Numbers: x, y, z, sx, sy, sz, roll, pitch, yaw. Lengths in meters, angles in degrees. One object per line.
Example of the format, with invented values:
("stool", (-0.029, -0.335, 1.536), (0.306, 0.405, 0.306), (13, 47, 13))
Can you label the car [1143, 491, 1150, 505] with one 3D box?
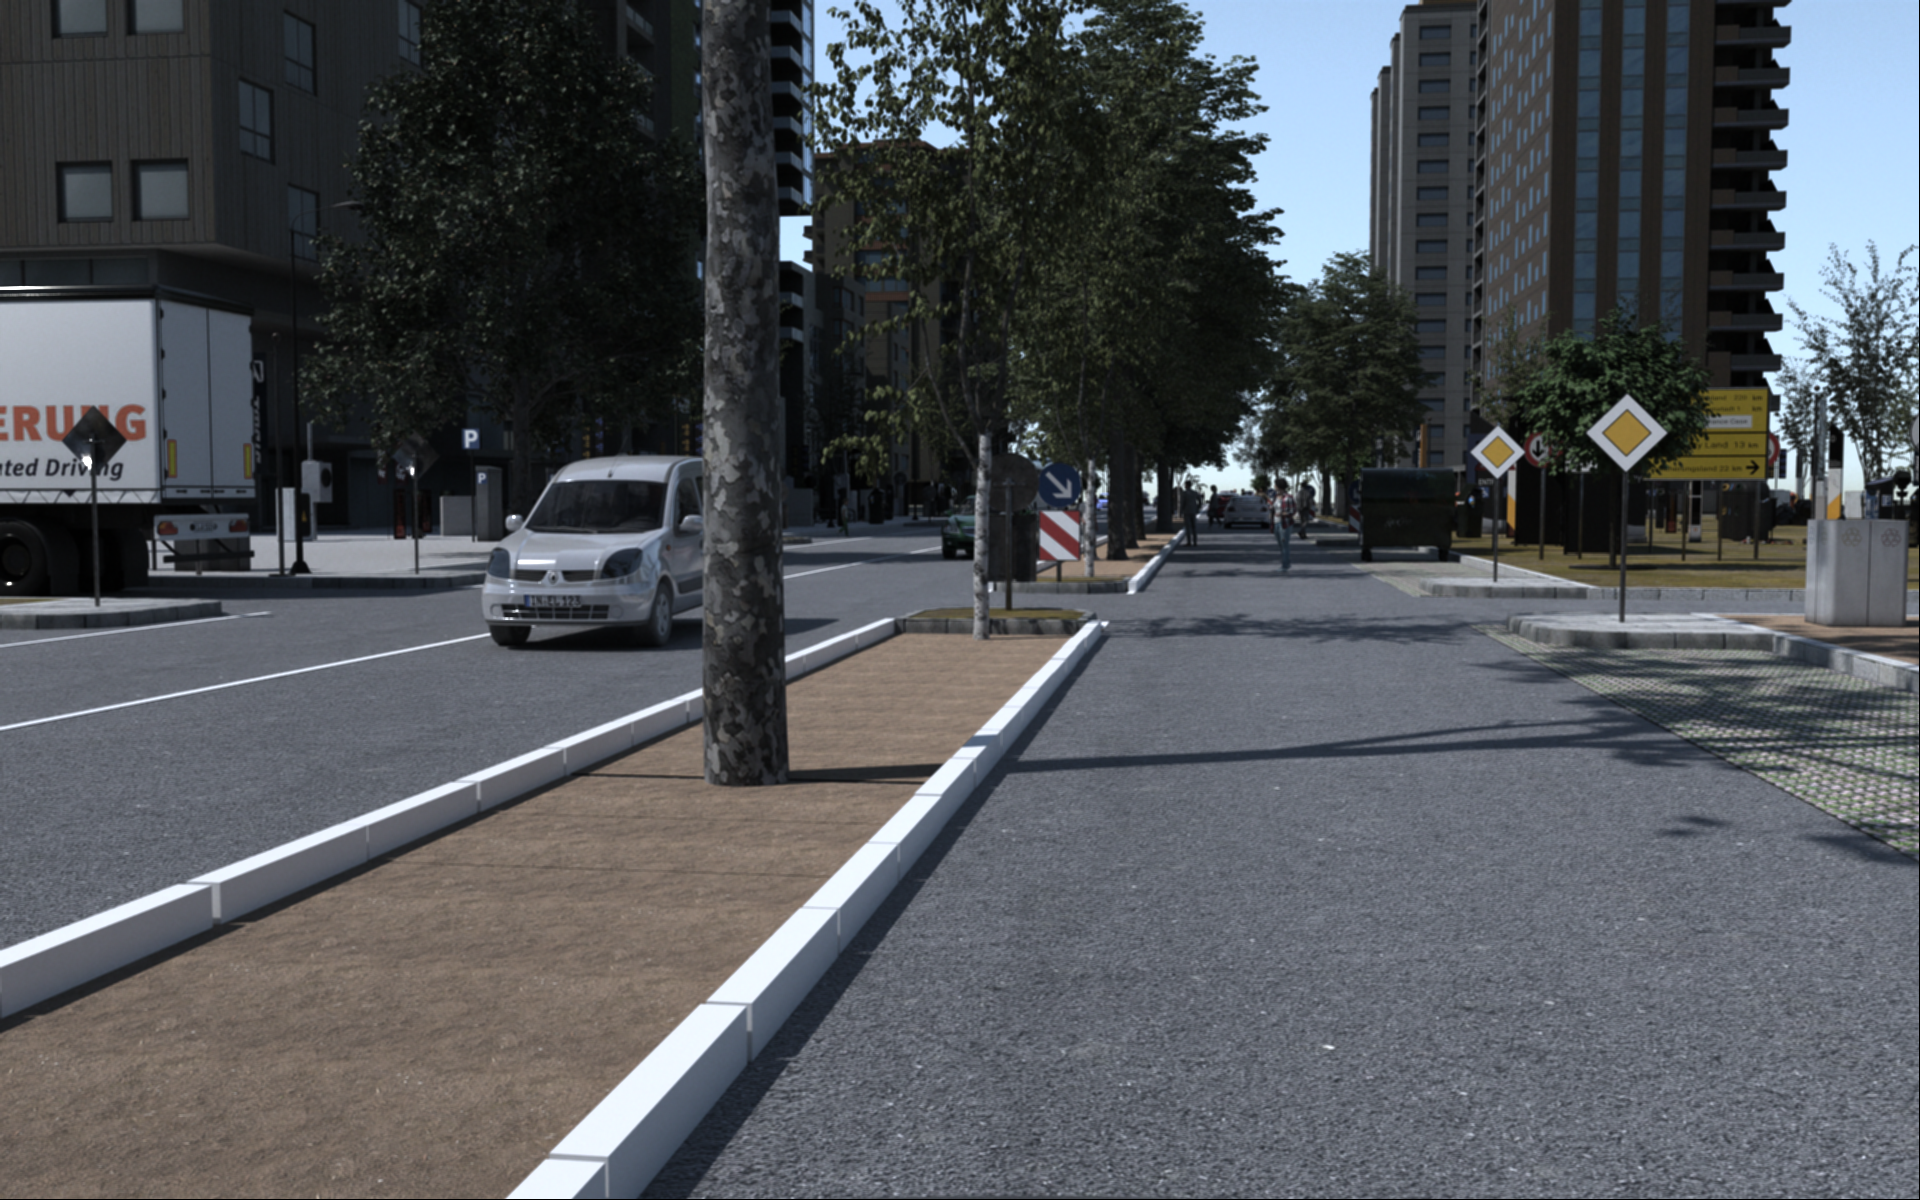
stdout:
("car", (22.970, -12.931, 220.090), (2.281, 1.827, 5.304), (1, 4, 10))

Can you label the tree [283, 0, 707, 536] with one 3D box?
("tree", (-9.249, -7.317, 36.643), (9.611, 12.733, 9.660), (0, 3, 0))

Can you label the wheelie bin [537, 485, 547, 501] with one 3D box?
("wheelie bin", (-13.835, -3.081, 58.290), (0.693, 1.594, 0.980), (-2, 4, -35))

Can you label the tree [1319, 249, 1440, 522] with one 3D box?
("tree", (18.565, -9.945, 80.728), (7.486, 12.596, 7.792), (0, 3, 0))

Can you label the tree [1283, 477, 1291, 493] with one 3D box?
("tree", (35.711, -11.998, 190.773), (1.663, 3.219, 1.824), (0, 3, 0))

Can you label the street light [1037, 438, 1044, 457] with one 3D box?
("street light", (6.867, -10.348, 141.733), (1.470, 5.913, 1.316), (1, 4, 8))

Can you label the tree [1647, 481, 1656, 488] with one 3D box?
("tree", (31.753, -8.041, 81.828), (4.737, 8.622, 4.395), (0, 3, 0))

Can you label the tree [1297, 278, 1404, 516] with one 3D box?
("tree", (21.609, -11.923, 101.595), (9.857, 13.997, 8.962), (0, 3, 0))

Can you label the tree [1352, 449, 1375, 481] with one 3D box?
("tree", (17.091, -4.822, 73.435), (1.663, 3.219, 1.824), (0, 3, 0))

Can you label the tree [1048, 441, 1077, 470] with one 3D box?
("tree", (10.558, -13.918, 177.914), (4.360, 8.622, 3.978), (0, 3, 0))

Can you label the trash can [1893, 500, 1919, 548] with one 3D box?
("trash can", (22.700, -1.825, 41.496), (0.748, 1.137, 0.748), (0, 3, 0))

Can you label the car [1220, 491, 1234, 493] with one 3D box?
("car", (29.033, -10.996, 188.449), (2.281, 1.827, 5.304), (0, 4, 7))

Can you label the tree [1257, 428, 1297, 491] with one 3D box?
("tree", (31.382, -13.450, 170.266), (4.360, 8.622, 3.978), (0, 3, 0))

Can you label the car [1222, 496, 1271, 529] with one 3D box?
("car", (12.102, -3.717, 73.140), (2.083, 1.381, 4.827), (0, 4, 8))

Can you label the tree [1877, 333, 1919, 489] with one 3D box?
("tree", (42.290, -7.670, 75.762), (4.737, 8.622, 4.395), (0, 3, 0))

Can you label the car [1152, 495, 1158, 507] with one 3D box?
("car", (21.769, -10.688, 187.329), (1.945, 1.354, 3.894), (0, 4, 7))

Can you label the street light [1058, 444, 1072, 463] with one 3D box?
("street light", (9.711, -11.541, 161.232), (1.470, 5.913, 1.316), (1, 4, 8))

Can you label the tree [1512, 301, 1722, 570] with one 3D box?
("tree", (11.252, -2.818, 29.786), (4.285, 4.588, 4.351), (0, 3, 0))

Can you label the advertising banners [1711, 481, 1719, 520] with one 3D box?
("advertising banners", (38.049, -5.536, 86.703), (2.074, 3.025, 0.090), (-3, 5, -40))

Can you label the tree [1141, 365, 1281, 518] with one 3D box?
("tree", (8.853, -8.342, 73.265), (8.767, 10.594, 7.601), (1, 4, 8))

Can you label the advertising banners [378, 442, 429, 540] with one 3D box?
("advertising banners", (-15.926, -3.245, 49.237), (0.090, 3.025, 2.074), (1, 4, 22))

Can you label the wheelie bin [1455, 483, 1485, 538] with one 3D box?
("wheelie bin", (14.899, -2.609, 50.557), (0.693, 1.594, 0.980), (-1, 4, -10))

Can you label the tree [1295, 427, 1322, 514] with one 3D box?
("tree", (23.248, -9.869, 111.717), (4.737, 8.622, 4.395), (0, 3, 0))

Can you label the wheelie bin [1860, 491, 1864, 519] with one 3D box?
("wheelie bin", (42.084, -4.414, 80.082), (0.980, 1.594, 0.693), (-1, 4, -21))

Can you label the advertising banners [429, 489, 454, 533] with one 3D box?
("advertising banners", (-17.628, -3.721, 57.020), (2.074, 3.025, 0.090), (0, 4, -7))

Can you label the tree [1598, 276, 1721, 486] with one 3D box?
("tree", (23.618, -6.673, 59.463), (4.360, 8.622, 3.978), (0, 3, 0))

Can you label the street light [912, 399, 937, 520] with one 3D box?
("street light", (-1.664, -6.869, 84.845), (1.470, 5.913, 1.316), (1, 4, 8))

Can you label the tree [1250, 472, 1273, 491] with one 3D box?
("tree", (42.879, -16.031, 245.816), (4.285, 4.588, 4.351), (0, 3, 0))

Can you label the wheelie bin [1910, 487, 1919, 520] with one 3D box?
("wheelie bin", (44.930, -4.481, 81.167), (0.693, 1.594, 0.980), (2, 4, 34))

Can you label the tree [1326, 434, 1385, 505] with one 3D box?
("tree", (20.133, -6.360, 87.707), (4.285, 4.588, 4.351), (0, 3, 0))

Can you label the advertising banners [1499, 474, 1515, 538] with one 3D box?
("advertising banners", (16.087, -3.316, 50.402), (2.074, 3.025, 0.090), (-3, 5, -40))

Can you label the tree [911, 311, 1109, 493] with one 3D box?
("tree", (1.570, -12.455, 114.004), (12.009, 13.543, 11.850), (0, 3, 0))

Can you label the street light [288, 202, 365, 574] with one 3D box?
("street light", (-10.143, -3.377, 27.757), (1.470, 5.913, 1.316), (1, 4, 8))

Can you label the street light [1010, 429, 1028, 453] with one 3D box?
("street light", (4.092, -9.198, 122.923), (1.470, 5.913, 1.316), (1, 4, 8))

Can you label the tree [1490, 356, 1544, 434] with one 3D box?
("tree", (29.891, -8.616, 91.240), (4.360, 8.622, 3.978), (0, 3, 0))

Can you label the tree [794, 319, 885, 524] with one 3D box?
("tree", (-5.168, -7.522, 73.341), (4.360, 8.622, 3.978), (0, 3, 0))

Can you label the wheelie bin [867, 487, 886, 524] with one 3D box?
("wheelie bin", (-3.547, -4.053, 74.181), (0.693, 1.594, 0.980), (1, 4, 11))

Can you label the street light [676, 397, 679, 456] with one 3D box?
("street light", (-7.190, -4.568, 47.222), (1.470, 5.913, 1.316), (1, 4, 8))

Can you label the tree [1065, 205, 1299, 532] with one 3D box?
("tree", (7.675, -9.499, 64.428), (9.857, 13.997, 8.962), (0, 3, 0))

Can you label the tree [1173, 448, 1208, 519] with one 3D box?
("tree", (12.542, -8.926, 98.760), (4.360, 8.622, 3.978), (0, 3, 0))

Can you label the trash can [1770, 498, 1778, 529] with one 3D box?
("trash can", (29.802, -3.198, 63.938), (0.748, 1.137, 0.748), (0, 3, 0))

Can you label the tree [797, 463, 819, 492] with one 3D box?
("tree", (-8.288, -6.031, 93.203), (1.663, 3.219, 1.824), (0, 3, 0))

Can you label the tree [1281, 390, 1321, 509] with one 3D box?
("tree", (28.407, -12.857, 144.627), (7.601, 10.594, 8.767), (1, 4, 19))

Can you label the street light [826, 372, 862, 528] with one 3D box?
("street light", (-4.409, -5.718, 66.031), (1.470, 5.913, 1.316), (1, 4, 8))

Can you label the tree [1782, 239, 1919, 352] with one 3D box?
("tree", (25.739, -6.057, 49.400), (4.360, 8.622, 3.978), (0, 3, 0))

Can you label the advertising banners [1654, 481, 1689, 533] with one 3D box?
("advertising banners", (23.403, -3.711, 56.870), (2.074, 3.025, 0.090), (-2, 4, -27))

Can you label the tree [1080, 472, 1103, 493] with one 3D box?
("tree", (16.151, -14.228, 216.343), (4.285, 4.588, 4.351), (0, 3, 0))

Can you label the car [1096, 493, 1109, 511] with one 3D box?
("car", (12.763, -8.622, 150.554), (1.945, 1.707, 3.694), (0, 4, 8))

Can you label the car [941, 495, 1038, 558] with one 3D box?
("car", (0.786, -1.726, 40.026), (2.131, 1.459, 4.920), (1, 4, 10))

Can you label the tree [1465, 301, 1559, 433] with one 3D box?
("tree", (21.216, -7.029, 65.292), (4.737, 8.622, 4.395), (0, 3, 0))

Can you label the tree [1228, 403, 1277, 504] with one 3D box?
("tree", (39.684, -19.203, 224.335), (12.009, 13.543, 11.850), (0, 3, 0))

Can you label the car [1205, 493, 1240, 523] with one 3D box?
("car", (13.431, -4.786, 87.284), (2.155, 1.783, 4.494), (0, 4, 8))

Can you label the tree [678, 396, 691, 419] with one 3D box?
("tree", (-7.381, -6.472, 56.186), (4.737, 8.622, 4.395), (0, 3, 0))
